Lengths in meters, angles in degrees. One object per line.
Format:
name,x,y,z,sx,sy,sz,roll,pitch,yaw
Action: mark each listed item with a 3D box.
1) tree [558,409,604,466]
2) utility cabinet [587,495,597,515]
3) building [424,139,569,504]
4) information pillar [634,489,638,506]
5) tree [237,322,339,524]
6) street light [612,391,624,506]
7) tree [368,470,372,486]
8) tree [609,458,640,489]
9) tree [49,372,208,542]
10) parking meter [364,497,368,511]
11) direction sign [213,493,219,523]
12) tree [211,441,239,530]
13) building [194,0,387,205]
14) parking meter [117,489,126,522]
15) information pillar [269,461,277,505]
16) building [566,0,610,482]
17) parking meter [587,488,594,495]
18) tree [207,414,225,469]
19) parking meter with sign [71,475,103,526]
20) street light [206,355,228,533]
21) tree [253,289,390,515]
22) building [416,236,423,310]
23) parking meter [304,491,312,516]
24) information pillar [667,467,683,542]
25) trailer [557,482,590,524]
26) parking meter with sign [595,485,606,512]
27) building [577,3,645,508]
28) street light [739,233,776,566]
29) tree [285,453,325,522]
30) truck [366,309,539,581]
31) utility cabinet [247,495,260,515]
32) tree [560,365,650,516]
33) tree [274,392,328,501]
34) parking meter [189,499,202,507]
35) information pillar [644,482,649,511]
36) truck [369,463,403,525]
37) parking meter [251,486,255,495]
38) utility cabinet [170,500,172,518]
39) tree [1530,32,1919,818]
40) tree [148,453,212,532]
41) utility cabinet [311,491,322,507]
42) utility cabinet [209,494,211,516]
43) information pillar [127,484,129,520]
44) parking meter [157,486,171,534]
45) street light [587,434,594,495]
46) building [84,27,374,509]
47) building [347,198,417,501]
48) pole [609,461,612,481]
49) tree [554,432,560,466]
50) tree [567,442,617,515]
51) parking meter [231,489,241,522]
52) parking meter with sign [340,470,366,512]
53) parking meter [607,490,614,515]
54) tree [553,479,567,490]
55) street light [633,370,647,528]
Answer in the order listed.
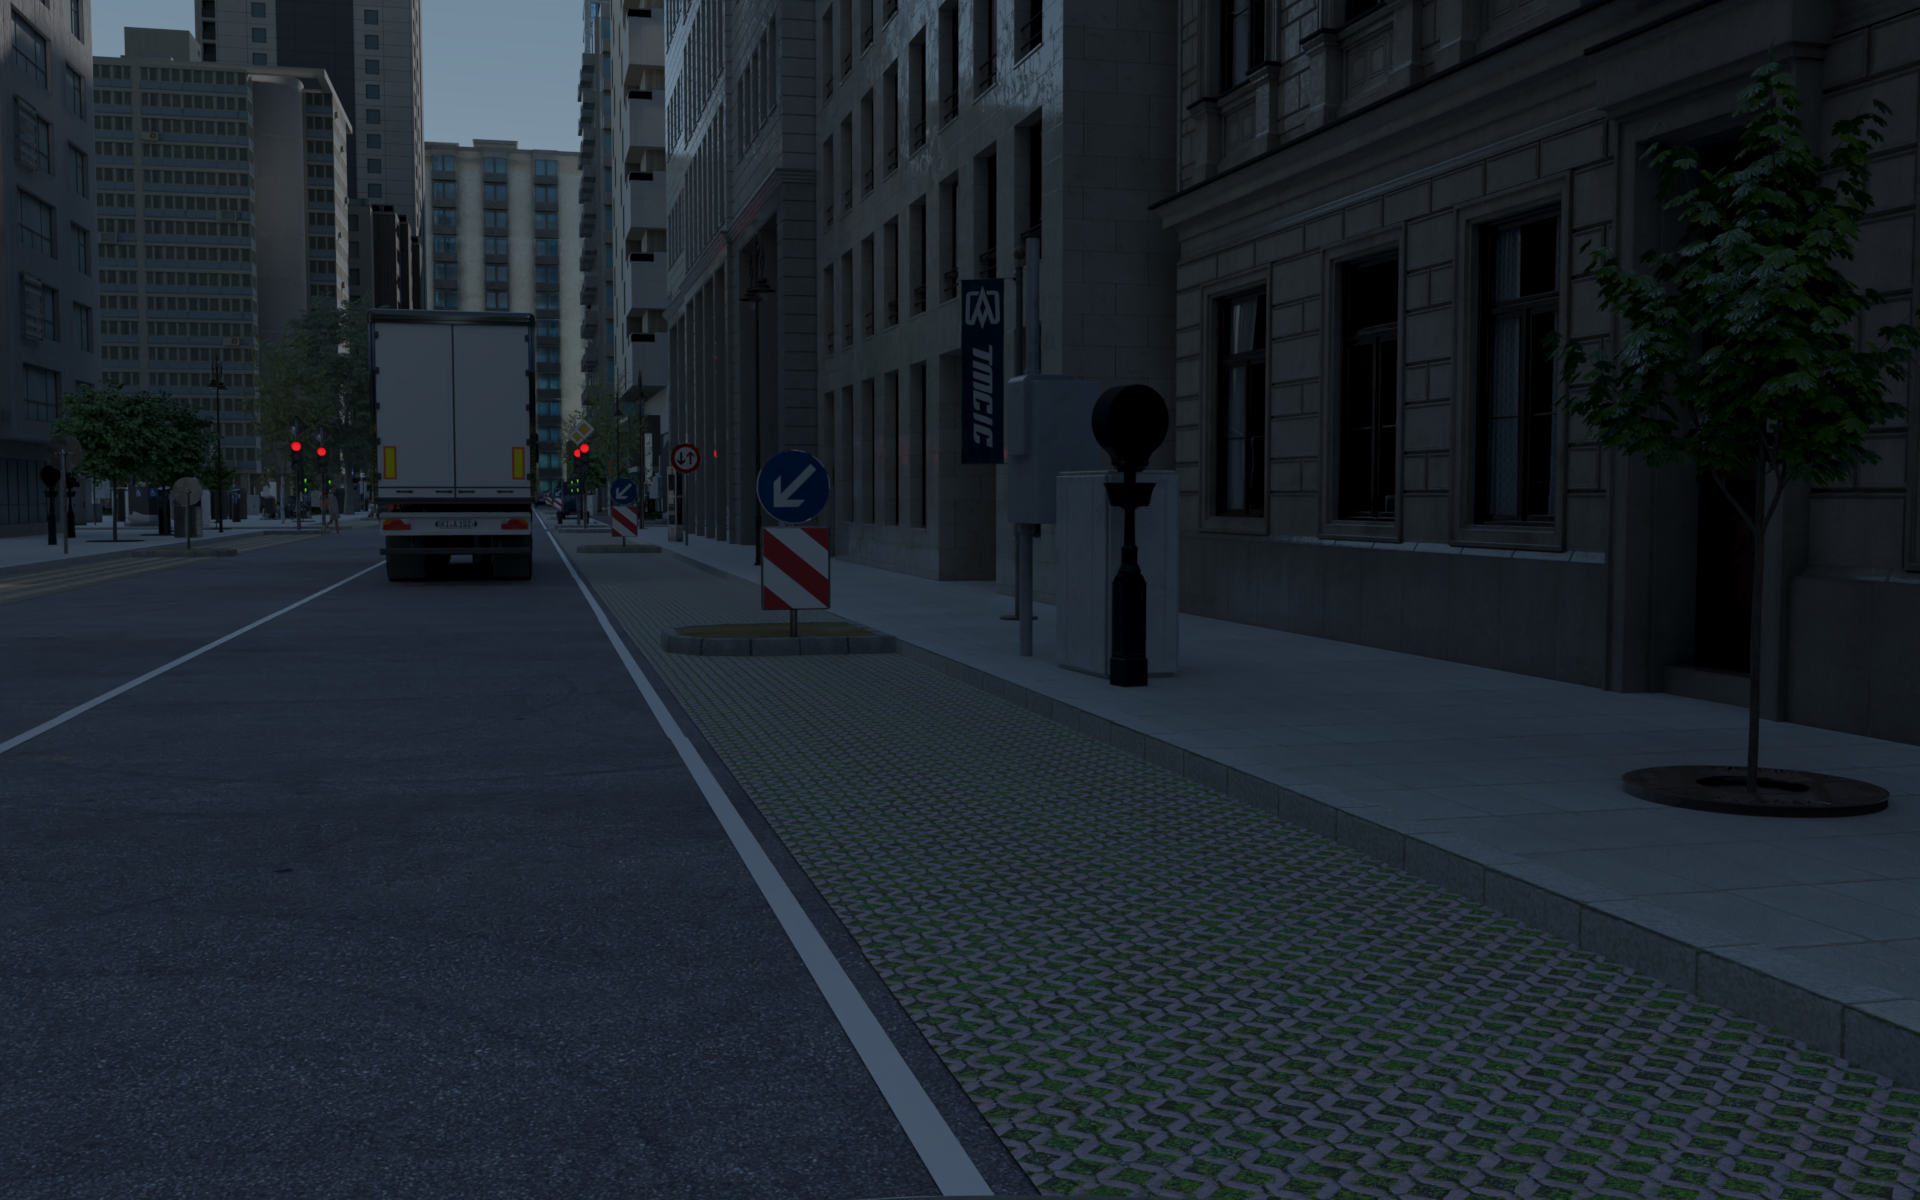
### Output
tree,-32.759,-12.207,149.948,4.360,8.622,3.978,0,3,0
utility cabinet,-22.263,-5.725,104.765,0.306,1.237,1.020,-2,4,-31
building,-63.181,-37.747,236.778,30.456,49.044,23.786,-1,4,-14
information pillar,-27.266,-8.641,145.774,0.304,2.012,0.304,-2,4,-25
tree,-29.231,-7.615,74.862,4.737,8.622,4.395,0,3,0
street light,-15.367,-6.423,77.812,0.468,5.910,1.993,-1,4,-14
tree,-44.291,-9.202,134.166,4.285,4.588,4.351,0,3,0
tree,-18.082,-5.983,92.428,1.663,3.219,1.824,0,3,0
tree,-22.777,-3.844,46.571,4.285,4.588,4.351,0,3,0
parking meter,-43.901,-7.309,127.906,0.372,1.533,0.369,0,3,0
direction sign,-32.801,-5.165,76.449,0.379,3.537,0.876,-1,4,-22
tree,-26.723,-4.148,62.427,1.663,3.219,1.824,0,3,0
building,-87.417,-48.290,227.796,20.611,71.187,20.563,-1,4,-14
parking meter,-38.738,-4.376,79.961,0.372,1.533,0.369,0,3,0
information pillar,-46.739,-7.736,117.832,0.504,3.616,0.183,0,4,5
building,-35.232,-54.554,204.635,22.319,86.520,31.000,-1,4,-14
parking meter,-24.210,-6.597,113.578,0.399,1.863,0.255,2,4,24
tree,-24.648,-4.286,53.797,4.285,4.588,4.351,0,3,0
parking meter with sign,-39.127,-4.954,77.259,0.543,3.016,1.738,1,4,20
street light,-24.690,-5.193,57.701,0.468,5.910,1.993,-1,4,-14
tree,-37.864,-12.230,106.623,9.857,13.997,8.962,0,3,0
building,-64.833,-25.256,184.640,14.160,30.474,14.107,-1,4,-14
parking meter,-37.650,-5.602,100.000,0.372,1.533,0.369,0,3,0
information pillar,-7.655,-2.573,46.559,0.304,2.012,0.304,2,4,29
trailer,-18.293,-4.567,81.711,1.471,1.999,3.904,-1,4,-15
parking meter with sign,-25.422,-7.635,121.085,1.738,3.016,0.543,2,4,29
building,-26.940,-33.996,175.449,23.786,49.044,30.456,-1,4,-14
street light,-3.617,-3.558,30.955,0.468,5.910,1.993,-1,4,-14
tree,-30.365,-5.223,80.004,1.663,3.219,1.824,0,3,0
truck,-9.144,-2.630,31.912,2.839,4.237,11.283,-1,4,-15
utility cabinet,-43.016,-5.740,105.014,0.306,1.237,1.020,3,4,38
tree,-20.079,-9.159,100.111,4.737,8.622,4.395,0,3,0
tree,-45.885,-10.411,120.577,4.360,8.622,3.978,0,3,0
parking meter,-22.946,-2.662,51.940,0.372,1.533,0.369,0,3,0
information pillar,-19.046,-6.179,105.511,0.304,2.012,0.304,1,4,14
truck,-24.150,-5.371,76.728,2.839,4.237,11.283,-1,4,-12
parking meter,-53.885,-7.724,132.005,0.255,1.863,0.399,-1,4,-13
utility cabinet,-42.321,-5.126,92.496,0.318,1.500,1.173,-2,4,-28
tree,3.492,-0.778,7.323,1.663,3.219,1.824,0,3,0
tree,-26.774,-3.941,59.038,1.663,3.219,1.824,0,3,0
utility cabinet,-47.713,-7.302,128.068,0.318,1.500,1.173,2,4,26
utility cabinet,-44.073,-5.612,100.441,1.173,1.500,0.318,0,4,4
information pillar,-39.958,-4.836,83.557,0.304,2.012,0.304,-1,4,-13
parking meter,-25.662,-2.902,55.855,0.372,1.533,0.369,0,3,0
street light,-23.747,-8.477,111.389,0.468,5.910,1.993,-1,4,-14
building,-66.195,-27.974,149.255,32.217,40.220,23.993,-1,4,-14
building,-61.519,-24.382,170.340,14.160,30.474,14.107,-1,4,-14
pole,-21.309,-6.832,105.548,0.158,3.312,0.155,0,3,0
tree,-34.347,-12.565,155.801,4.737,8.622,4.395,0,3,0
tree,-22.708,-7.582,107.687,4.285,4.588,4.351,0,3,0
parking meter,-33.062,-4.324,79.107,0.372,1.533,0.369,0,3,0
parking meter with sign,-43.274,-7.792,123.665,0.543,3.016,1.738,2,4,32
parking meter,-21.013,-5.853,104.101,0.372,1.533,0.369,0,3,0
tree,-48.882,-13.258,211.361,1.663,3.219,1.824,0,3,0
street light,-11.876,-5.604,64.414,0.468,5.910,1.993,-1,4,-14
